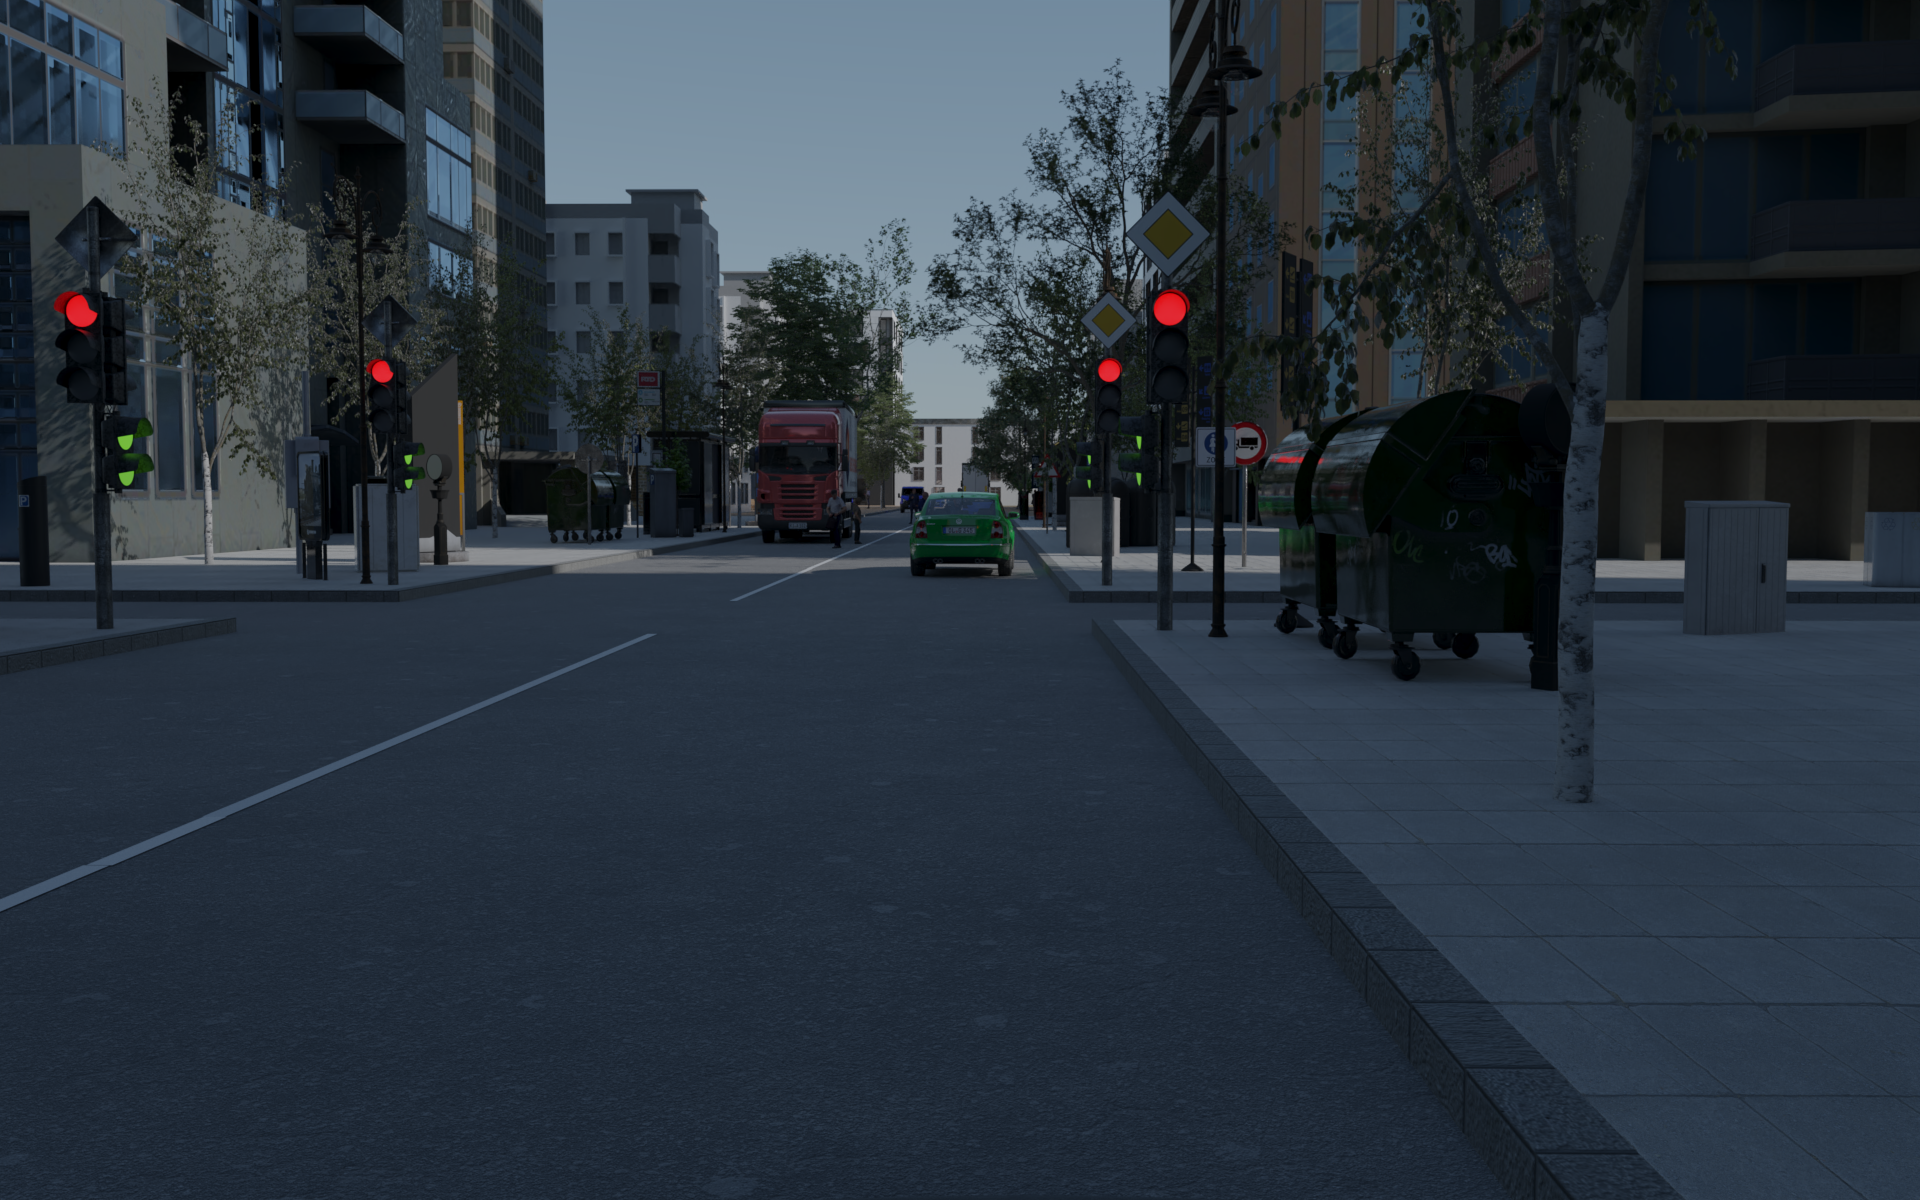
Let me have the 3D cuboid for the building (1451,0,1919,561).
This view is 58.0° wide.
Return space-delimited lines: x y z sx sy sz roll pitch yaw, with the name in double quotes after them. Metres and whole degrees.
25.817 -23.643 41.196 28.867 44.769 22.147 0 4 1 "building"

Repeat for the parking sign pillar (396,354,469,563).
-10.098 -2.715 32.865 1.447 3.967 1.447 2 4 23 "parking sign pillar"

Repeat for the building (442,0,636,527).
-31.683 -23.427 74.915 32.217 40.220 23.993 0 4 1 "building"

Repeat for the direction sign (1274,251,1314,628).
3.227 -1.507 16.638 0.379 3.537 0.876 2 4 29 "direction sign"

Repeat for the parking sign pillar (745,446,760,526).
-7.944 -4.973 69.778 1.447 3.967 1.447 0 4 2 "parking sign pillar"

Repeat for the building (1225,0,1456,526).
18.596 -25.630 69.162 14.600 45.320 14.200 0 4 1 "building"

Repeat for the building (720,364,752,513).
-19.574 -11.222 125.623 9.099 9.664 28.070 0 4 1 "building"

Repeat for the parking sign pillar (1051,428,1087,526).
4.374 -4.930 69.070 1.447 3.967 1.447 -1 4 -21 "parking sign pillar"

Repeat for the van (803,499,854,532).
-4.967 -3.606 63.348 2.240 2.365 5.245 0 4 0 "van"

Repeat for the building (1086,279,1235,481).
20.261 -17.402 150.972 16.747 18.905 31.486 0 4 1 "building"

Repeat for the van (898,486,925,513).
-3.594 -7.850 132.737 2.240 2.365 5.245 0 4 0 "van"

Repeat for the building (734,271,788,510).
-22.459 -17.653 145.042 16.016 20.091 11.380 0 4 1 "building"

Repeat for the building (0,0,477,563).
-27.058 -44.810 45.320 22.319 86.520 31.000 0 4 1 "building"

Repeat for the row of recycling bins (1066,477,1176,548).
4.006 -2.153 42.310 3.534 1.692 1.069 -3 5 -42 "row of recycling bins"

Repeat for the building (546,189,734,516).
-22.821 -15.244 105.666 16.016 20.091 11.380 0 4 1 "building"

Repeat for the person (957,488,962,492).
-0.041 -4.140 77.133 0.436 1.711 0.756 2 4 28 "person"

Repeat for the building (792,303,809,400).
-30.118 -17.980 160.435 31.486 18.905 16.747 0 4 1 "building"

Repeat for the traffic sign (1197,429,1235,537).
3.924 -1.498 26.617 0.606 2.300 0.079 0 4 4 "traffic sign"

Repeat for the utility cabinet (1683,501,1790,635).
7.170 -0.295 15.989 1.020 1.237 0.306 -2 4 -24 "utility cabinet"

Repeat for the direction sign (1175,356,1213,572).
3.868 -2.247 28.730 0.379 3.537 0.876 -3 4 -36 "direction sign"

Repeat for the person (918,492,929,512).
-0.902 -2.056 44.809 0.600 1.496 0.574 2 4 27 "person"

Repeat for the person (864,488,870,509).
-8.210 -8.960 152.406 0.599 1.838 0.709 0 4 -6 "person"

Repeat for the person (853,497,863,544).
-2.909 -2.279 49.672 0.340 1.345 0.435 -1 4 -21 "person"

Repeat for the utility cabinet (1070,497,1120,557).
2.792 -1.511 35.873 1.020 1.237 0.306 2 4 30 "utility cabinet"

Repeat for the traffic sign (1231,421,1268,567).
4.996 -1.852 30.386 0.768 2.556 0.104 1 4 10 "traffic sign"

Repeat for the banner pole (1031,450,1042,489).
4.443 -6.650 98.749 0.863 3.779 0.401 -1 4 -17 "banner pole"

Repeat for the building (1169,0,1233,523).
22.247 -28.329 86.873 21.300 48.544 21.600 0 4 1 "building"

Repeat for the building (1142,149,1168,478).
26.234 -16.808 118.781 27.936 21.610 32.646 0 4 1 "building"

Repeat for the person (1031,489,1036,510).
4.239 -5.460 97.588 0.482 1.546 0.388 1 4 11 "person"

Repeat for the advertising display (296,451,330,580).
-9.712 -1.273 26.020 0.123 1.923 0.974 -3 5 -41 "advertising display"

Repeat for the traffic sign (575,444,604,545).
-9.387 -2.674 43.828 0.768 2.556 0.104 1 4 9 "traffic sign"

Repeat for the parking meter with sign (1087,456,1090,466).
4.931 -4.690 72.936 1.738 3.016 0.543 -3 4 -38 "parking meter with sign"

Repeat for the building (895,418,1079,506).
6.715 -15.565 196.630 28.070 9.664 9.099 0 4 1 "building"

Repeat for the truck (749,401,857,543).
-4.694 -3.997 54.260 2.839 4.237 11.283 0 4 -1 "truck"

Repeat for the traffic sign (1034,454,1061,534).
2.808 -3.409 55.734 0.884 2.594 0.081 0 4 6 "traffic sign"

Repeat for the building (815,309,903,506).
-23.495 -22.113 205.519 32.646 21.610 27.936 0 4 1 "building"

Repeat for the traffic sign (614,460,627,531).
-10.318 -3.061 52.177 0.606 2.300 0.079 0 4 8 "traffic sign"

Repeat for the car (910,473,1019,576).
0.095 -1.397 31.643 1.959 1.807 4.718 0 4 3 "car"

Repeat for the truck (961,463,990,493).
1.428 -10.474 160.157 2.839 4.237 11.283 0 4 0 "truck"

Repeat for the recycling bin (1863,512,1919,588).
13.010 -0.703 24.042 0.722 1.027 0.722 1 4 18 "recycling bin"

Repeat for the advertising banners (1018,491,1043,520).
3.901 -5.482 85.811 2.074 3.025 0.090 0 4 -5 "advertising banners"

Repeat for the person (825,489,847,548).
-3.262 -2.145 45.778 0.614 1.554 0.590 2 4 34 "person"

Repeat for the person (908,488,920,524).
-2.218 -4.511 83.179 0.541 1.710 0.530 1 4 12 "person"

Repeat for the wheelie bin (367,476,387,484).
-10.092 -1.376 30.410 0.693 1.594 0.980 3 5 44 "wheelie bin"

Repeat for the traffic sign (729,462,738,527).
-9.053 -4.155 68.039 0.768 2.556 0.104 0 4 2 "traffic sign"
